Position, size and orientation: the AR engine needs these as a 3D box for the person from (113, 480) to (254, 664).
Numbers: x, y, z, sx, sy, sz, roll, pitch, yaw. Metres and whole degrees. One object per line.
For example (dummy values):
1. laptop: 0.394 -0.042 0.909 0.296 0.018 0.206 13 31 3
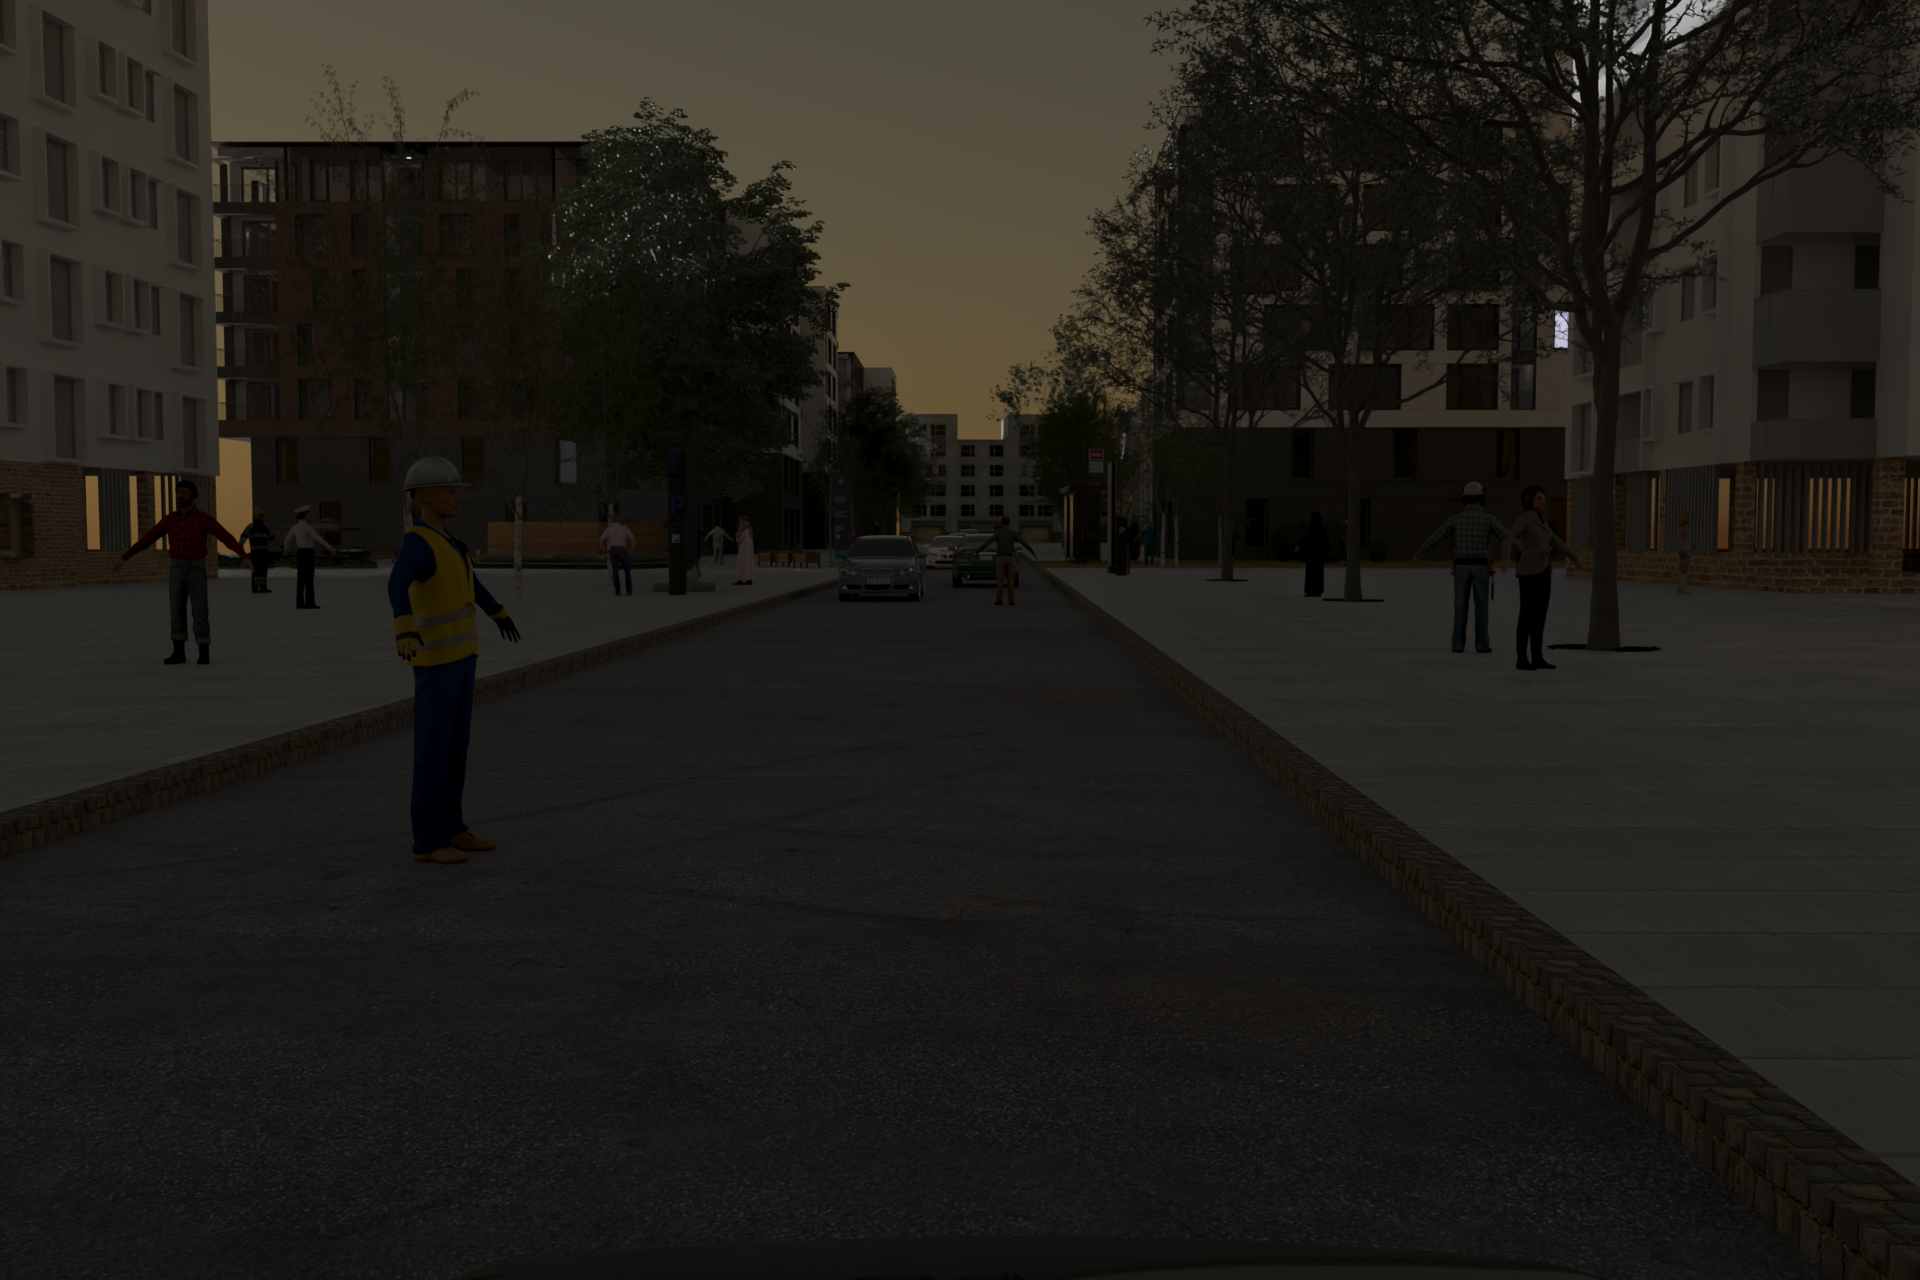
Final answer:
1. person: -7.624 -0.671 17.081 1.345 1.816 0.704 0 4 -3

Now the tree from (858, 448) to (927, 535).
1. tree: -6.370 -13.374 153.083 7.601 10.594 8.767 1 4 13

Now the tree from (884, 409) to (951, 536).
1. tree: -5.776 -15.821 169.043 12.009 13.543 11.850 0 3 0

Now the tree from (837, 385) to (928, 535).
1. tree: -6.282 -13.121 132.660 7.486 12.596 7.792 0 3 0

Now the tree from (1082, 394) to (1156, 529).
1. tree: 8.268 -8.553 90.197 4.360 8.622 3.978 0 3 0

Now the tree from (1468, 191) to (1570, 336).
1. tree: 27.493 -13.247 72.470 12.611 20.169 13.585 0 3 0

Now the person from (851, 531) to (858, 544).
1. person: -5.270 -4.698 86.081 0.991 1.433 0.599 1 4 15

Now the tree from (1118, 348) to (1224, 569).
1. tree: 7.366 -6.954 64.062 4.360 8.622 3.978 0 3 0

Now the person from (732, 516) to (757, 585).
1. person: -5.446 -2.260 43.659 0.621 1.740 0.551 0 4 -7

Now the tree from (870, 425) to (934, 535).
1. tree: -5.648 -12.770 143.208 7.601 10.594 8.767 -1 4 -21

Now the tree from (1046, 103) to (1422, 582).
1. tree: 7.412 -8.349 46.880 12.009 13.543 11.850 0 3 0

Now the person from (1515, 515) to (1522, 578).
1. person: 16.545 -2.756 50.922 0.704 1.845 1.351 -1 4 -12

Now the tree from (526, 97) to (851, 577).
1. tree: -8.062 -8.832 51.062 9.857 13.997 8.962 0 3 0

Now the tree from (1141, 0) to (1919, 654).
1. tree: 7.108 -6.640 18.939 12.009 13.543 11.850 0 3 0

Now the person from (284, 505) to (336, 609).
1. person: -11.204 -1.427 29.790 1.216 1.778 0.721 2 4 28

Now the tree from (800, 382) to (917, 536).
1. tree: -6.134 -10.472 105.632 7.601 10.594 8.767 -1 4 -17

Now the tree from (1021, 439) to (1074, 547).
1. tree: 9.998 -14.873 168.936 9.928 11.665 9.643 0 3 0

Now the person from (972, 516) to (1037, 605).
1. person: 0.912 -1.608 35.012 1.348 1.796 0.705 0 4 -7

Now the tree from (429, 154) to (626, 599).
1. tree: -8.768 -5.106 33.842 4.360 8.622 3.978 0 3 0

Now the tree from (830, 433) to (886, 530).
1. tree: -7.354 -10.220 117.465 4.360 8.622 3.978 0 3 0

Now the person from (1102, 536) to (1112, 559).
1. person: 7.915 -5.083 89.232 1.348 1.813 0.705 -2 4 -35

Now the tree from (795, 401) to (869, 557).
1. tree: -7.190 -8.911 96.052 4.360 8.622 3.978 0 3 0

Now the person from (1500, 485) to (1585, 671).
1. person: 5.489 -0.588 16.370 1.215 1.744 0.721 -3 4 -36

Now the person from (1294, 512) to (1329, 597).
1. person: 7.205 -1.754 35.471 0.721 1.737 1.214 3 5 41

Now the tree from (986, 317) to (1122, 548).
1. tree: 8.580 -18.138 152.440 12.611 20.169 13.585 0 3 0

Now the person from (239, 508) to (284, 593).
1. person: -15.234 -1.953 37.695 0.704 1.858 1.351 1 4 22

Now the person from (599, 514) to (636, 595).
1. person: -7.170 -1.794 36.310 0.756 1.711 0.436 0 4 -4

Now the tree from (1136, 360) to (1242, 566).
1. tree: 8.701 -7.357 70.642 4.360 8.622 3.978 0 3 0

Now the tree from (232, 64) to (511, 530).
1. tree: -8.598 -4.719 27.519 4.360 8.622 3.978 0 3 0

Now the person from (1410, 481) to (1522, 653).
1. person: 5.549 -0.790 18.752 1.345 1.849 0.704 1 4 23

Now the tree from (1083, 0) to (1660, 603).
1. tree: 7.423 -7.466 32.436 12.009 13.543 11.850 0 3 0

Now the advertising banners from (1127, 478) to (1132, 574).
1. advertising banners: 5.392 -3.619 55.363 0.090 3.025 2.074 0 4 1

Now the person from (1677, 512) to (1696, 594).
1. person: 15.525 -1.855 36.933 0.721 1.753 1.214 2 4 32

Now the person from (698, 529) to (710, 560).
1. person: -13.023 -4.854 85.556 1.347 1.806 0.705 -1 4 -8

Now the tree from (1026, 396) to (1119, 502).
1. tree: 8.874 -12.513 130.351 9.928 11.665 9.643 0 3 0

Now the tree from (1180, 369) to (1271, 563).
1. tree: 11.599 -7.754 77.148 4.360 8.622 3.978 0 3 0

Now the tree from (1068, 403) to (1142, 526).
1. tree: 8.174 -8.797 94.190 4.360 8.622 3.978 0 3 0

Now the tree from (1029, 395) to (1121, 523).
1. tree: 9.530 -13.618 140.784 7.486 12.596 7.792 0 3 0

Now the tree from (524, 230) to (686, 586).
1. tree: -8.521 -5.604 41.989 4.360 8.622 3.978 0 3 0

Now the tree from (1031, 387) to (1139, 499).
1. tree: 8.776 -11.906 120.411 9.928 11.665 9.643 0 3 0
